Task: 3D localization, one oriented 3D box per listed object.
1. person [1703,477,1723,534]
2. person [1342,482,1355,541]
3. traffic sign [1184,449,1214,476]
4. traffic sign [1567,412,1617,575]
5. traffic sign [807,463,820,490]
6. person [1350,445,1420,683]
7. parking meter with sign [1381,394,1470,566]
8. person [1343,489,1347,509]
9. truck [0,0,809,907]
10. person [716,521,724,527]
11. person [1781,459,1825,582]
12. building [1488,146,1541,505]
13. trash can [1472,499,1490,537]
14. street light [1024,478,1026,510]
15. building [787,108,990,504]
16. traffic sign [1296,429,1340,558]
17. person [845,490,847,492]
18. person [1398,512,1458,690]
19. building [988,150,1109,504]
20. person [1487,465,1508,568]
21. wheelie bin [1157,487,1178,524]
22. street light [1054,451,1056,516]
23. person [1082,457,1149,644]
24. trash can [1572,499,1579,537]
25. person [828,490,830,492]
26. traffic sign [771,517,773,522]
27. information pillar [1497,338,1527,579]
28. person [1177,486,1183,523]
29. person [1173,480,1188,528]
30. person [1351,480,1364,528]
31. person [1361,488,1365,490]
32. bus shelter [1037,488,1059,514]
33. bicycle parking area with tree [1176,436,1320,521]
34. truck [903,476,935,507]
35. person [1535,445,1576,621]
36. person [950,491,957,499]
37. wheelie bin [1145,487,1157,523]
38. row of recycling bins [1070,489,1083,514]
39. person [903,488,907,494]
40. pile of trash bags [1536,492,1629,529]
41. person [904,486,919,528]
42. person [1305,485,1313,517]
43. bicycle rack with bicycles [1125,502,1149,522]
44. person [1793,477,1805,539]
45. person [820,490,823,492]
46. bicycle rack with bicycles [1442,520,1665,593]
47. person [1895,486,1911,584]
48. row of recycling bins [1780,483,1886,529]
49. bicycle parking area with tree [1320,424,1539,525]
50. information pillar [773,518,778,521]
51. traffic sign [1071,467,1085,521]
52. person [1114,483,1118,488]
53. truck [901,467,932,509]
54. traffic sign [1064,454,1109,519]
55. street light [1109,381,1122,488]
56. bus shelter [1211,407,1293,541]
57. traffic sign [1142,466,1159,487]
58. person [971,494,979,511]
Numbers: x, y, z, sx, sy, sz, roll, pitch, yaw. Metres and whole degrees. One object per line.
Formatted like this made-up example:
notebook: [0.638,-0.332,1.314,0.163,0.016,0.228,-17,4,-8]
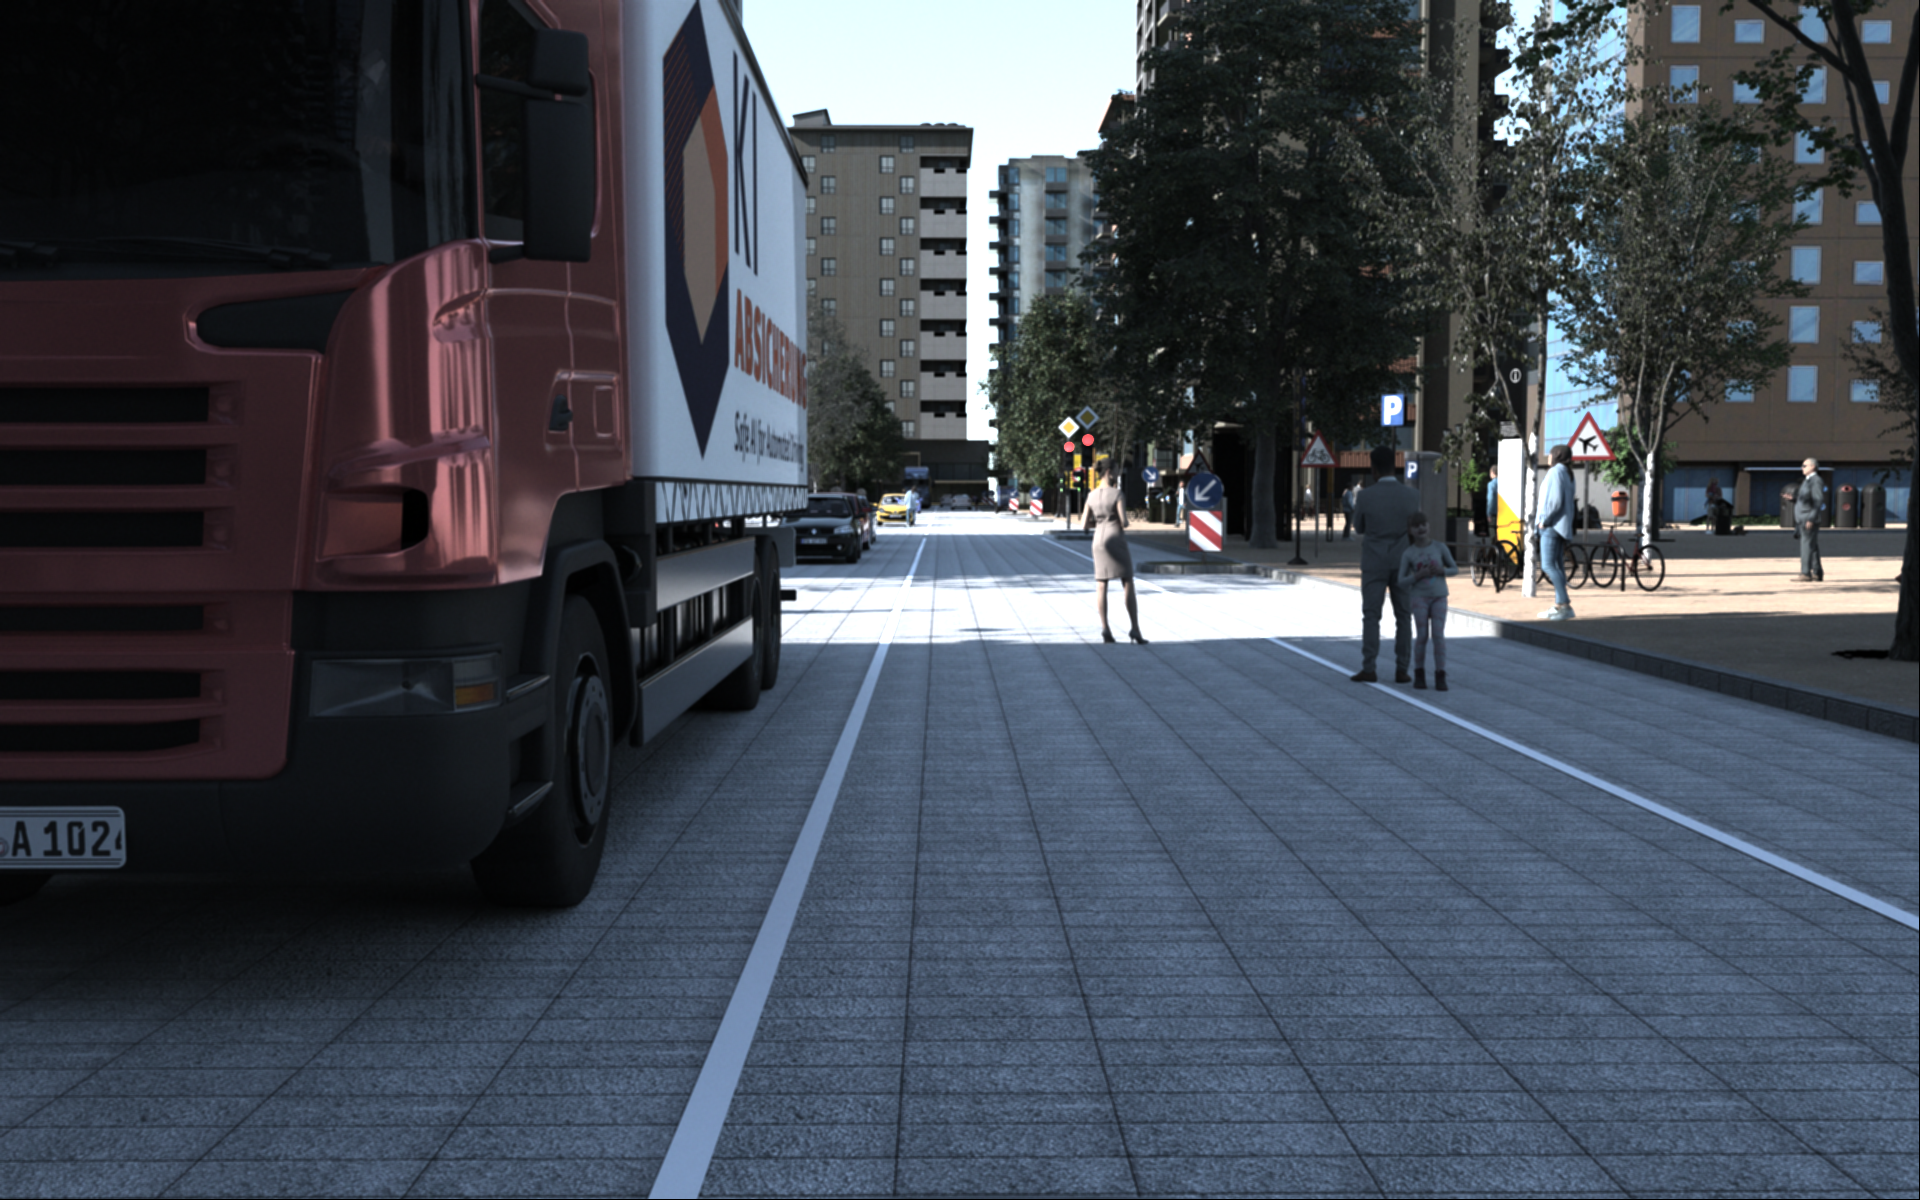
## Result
person: [24.238,-3.043,55.772,0.573,1.828,0.580,2,4,27]
person: [10.750,-2.447,47.863,0.330,1.601,0.589,0,4,1]
traffic sign: [6.876,-3.051,49.893,0.884,2.594,0.081,0,3,0]
traffic sign: [9.919,-1.678,27.434,0.884,2.594,0.081,0,4,7]
traffic sign: [-10.301,-7.297,113.174,2.265,3.308,0.079,0,4,4]
person: [3.250,-0.280,13.267,0.511,1.800,0.466,-1,4,-11]
parking meter with sign: [8.316,-2.114,30.818,1.738,3.016,0.543,-2,4,-30]
person: [19.536,-4.959,87.084,0.622,1.834,0.822,2,4,29]
truck: [-2.487,-1.253,9.393,2.839,4.237,11.283,0,4,0]
person: [-3.367,-0.718,20.454,1.509,1.804,0.699,-1,4,-19]
person: [12.398,-1.176,25.447,0.590,1.801,0.661,1,4,13]
building: [50.858,-30.326,187.704,23.993,40.220,32.217,0,4,-1]
trash can: [15.729,-2.464,51.946,0.748,1.137,0.748,0,3,0]
street light: [5.156,-10.078,137.566,0.468,5.910,1.993,0,4,-1]
building: [-9.862,-40.119,245.190,27.495,52.752,28.713,0,4,-1]
traffic sign: [7.195,-2.132,34.859,0.884,2.594,0.081,0,4,3]
person: [-13.512,-12.213,206.432,0.721,1.736,1.217,2,4,30]
person: [3.458,0.002,12.744,0.425,1.301,0.394,0,4,-6]
building: [19.131,-38.175,243.766,30.456,49.044,23.786,0,4,-1]
person: [9.289,-1.435,29.850,0.601,1.785,0.444,-1,4,-19]
wheelie bin: [8.957,-4.043,74.006,0.693,1.594,0.980,0,4,-5]
street light: [5.604,-7.902,101.979,0.468,5.910,1.993,0,4,-1]
person: [1.489,-0.476,16.628,0.599,1.781,0.374,3,4,38]
trash can: [18.246,-2.476,52.129,0.748,1.137,0.748,0,3,0]
person: [-13.841,-10.862,184.459,0.721,1.723,1.217,1,4,18]
traffic sign: [-8.554,-4.816,78.851,0.768,2.556,0.104,0,4,0]
information pillar: [8.384,-2.136,26.282,0.183,3.616,0.504,-2,4,-26]
person: [9.942,-4.325,76.774,0.660,1.820,0.620,1,4,22]
person: [8.396,-3.608,65.023,0.713,1.824,0.794,-2,4,-30]
person: [15.073,-3.641,65.752,0.592,1.802,0.473,2,4,26]
person: [14.952,-3.400,64.228,0.523,1.515,0.503,0,4,-2]
bus shelter: [5.725,-7.459,113.243,1.731,3.624,6.357,0,4,-1]
bicycle parking area with tree: [14.141,-5.961,84.464,8.231,4.147,9.016,1,4,9]
truck: [-4.478,-11.884,190.232,3.469,3.379,9.791,0,4,0]
person: [6.151,-0.703,17.806,0.793,1.790,0.793,0,4,-1]
person: [-0.602,-10.889,187.083,0.990,1.755,0.434,-1,4,-12]
wheelie bin: [8.760,-4.248,77.356,0.980,1.594,0.693,1,4,10]
row of recycling bins: [7.686,-6.582,114.725,1.069,1.692,3.534,0,4,2]
person: [-3.449,-6.201,110.098,0.699,1.804,1.509,1,4,9]
pile of trash bags: [22.836,-3.281,63.396,3.447,1.369,1.912,-1,4,-9]
person: [-2.061,-3.950,73.351,0.793,1.790,0.793,3,5,44]
person: [19.237,-5.479,95.852,0.641,1.798,0.478,0,3,0]
bicycle rack with bicycles: [8.189,-4.110,80.577,2.852,0.926,2.925,-1,4,-10]
person: [23.973,-2.609,49.257,0.362,1.759,0.519,0,4,-5]
person: [-14.609,-10.683,181.386,0.721,1.739,1.217,-1,4,-20]
bicycle rack with bicycles: [7.834,-0.632,23.715,2.852,0.926,2.925,-1,4,-8]
person: [12.605,-1.021,22.651,0.836,1.842,0.656,-2,4,-24]
row of recycling bins: [32.724,-3.539,64.969,3.534,1.692,1.069,1,4,19]
bicycle parking area with tree: [20.833,-5.308,73.787,9.016,4.147,8.231,2,4,23]
information pillar: [-8.876,-5.628,83.366,0.504,3.616,0.183,2,4,32]
traffic sign: [5.690,-5.045,82.593,0.768,2.556,0.104,0,4,4]
person: [6.780,-4.256,75.809,0.466,1.800,0.511,-3,5,-40]
truck: [-4.471,-11.370,175.661,2.967,4.110,18.799,0,4,-2]
traffic sign: [6.375,-5.708,87.192,2.265,3.308,0.079,0,4,6]
street light: [5.971,-5.707,66.091,0.468,5.910,1.993,0,4,-1]
bus shelter: [8.225,-3.589,49.964,1.731,3.624,6.357,0,4,0]
traffic sign: [8.706,-4.835,79.154,0.768,2.556,0.104,0,4,4]
person: [1.305,-8.488,150.510,0.697,1.427,0.421,-1,4,-10]
